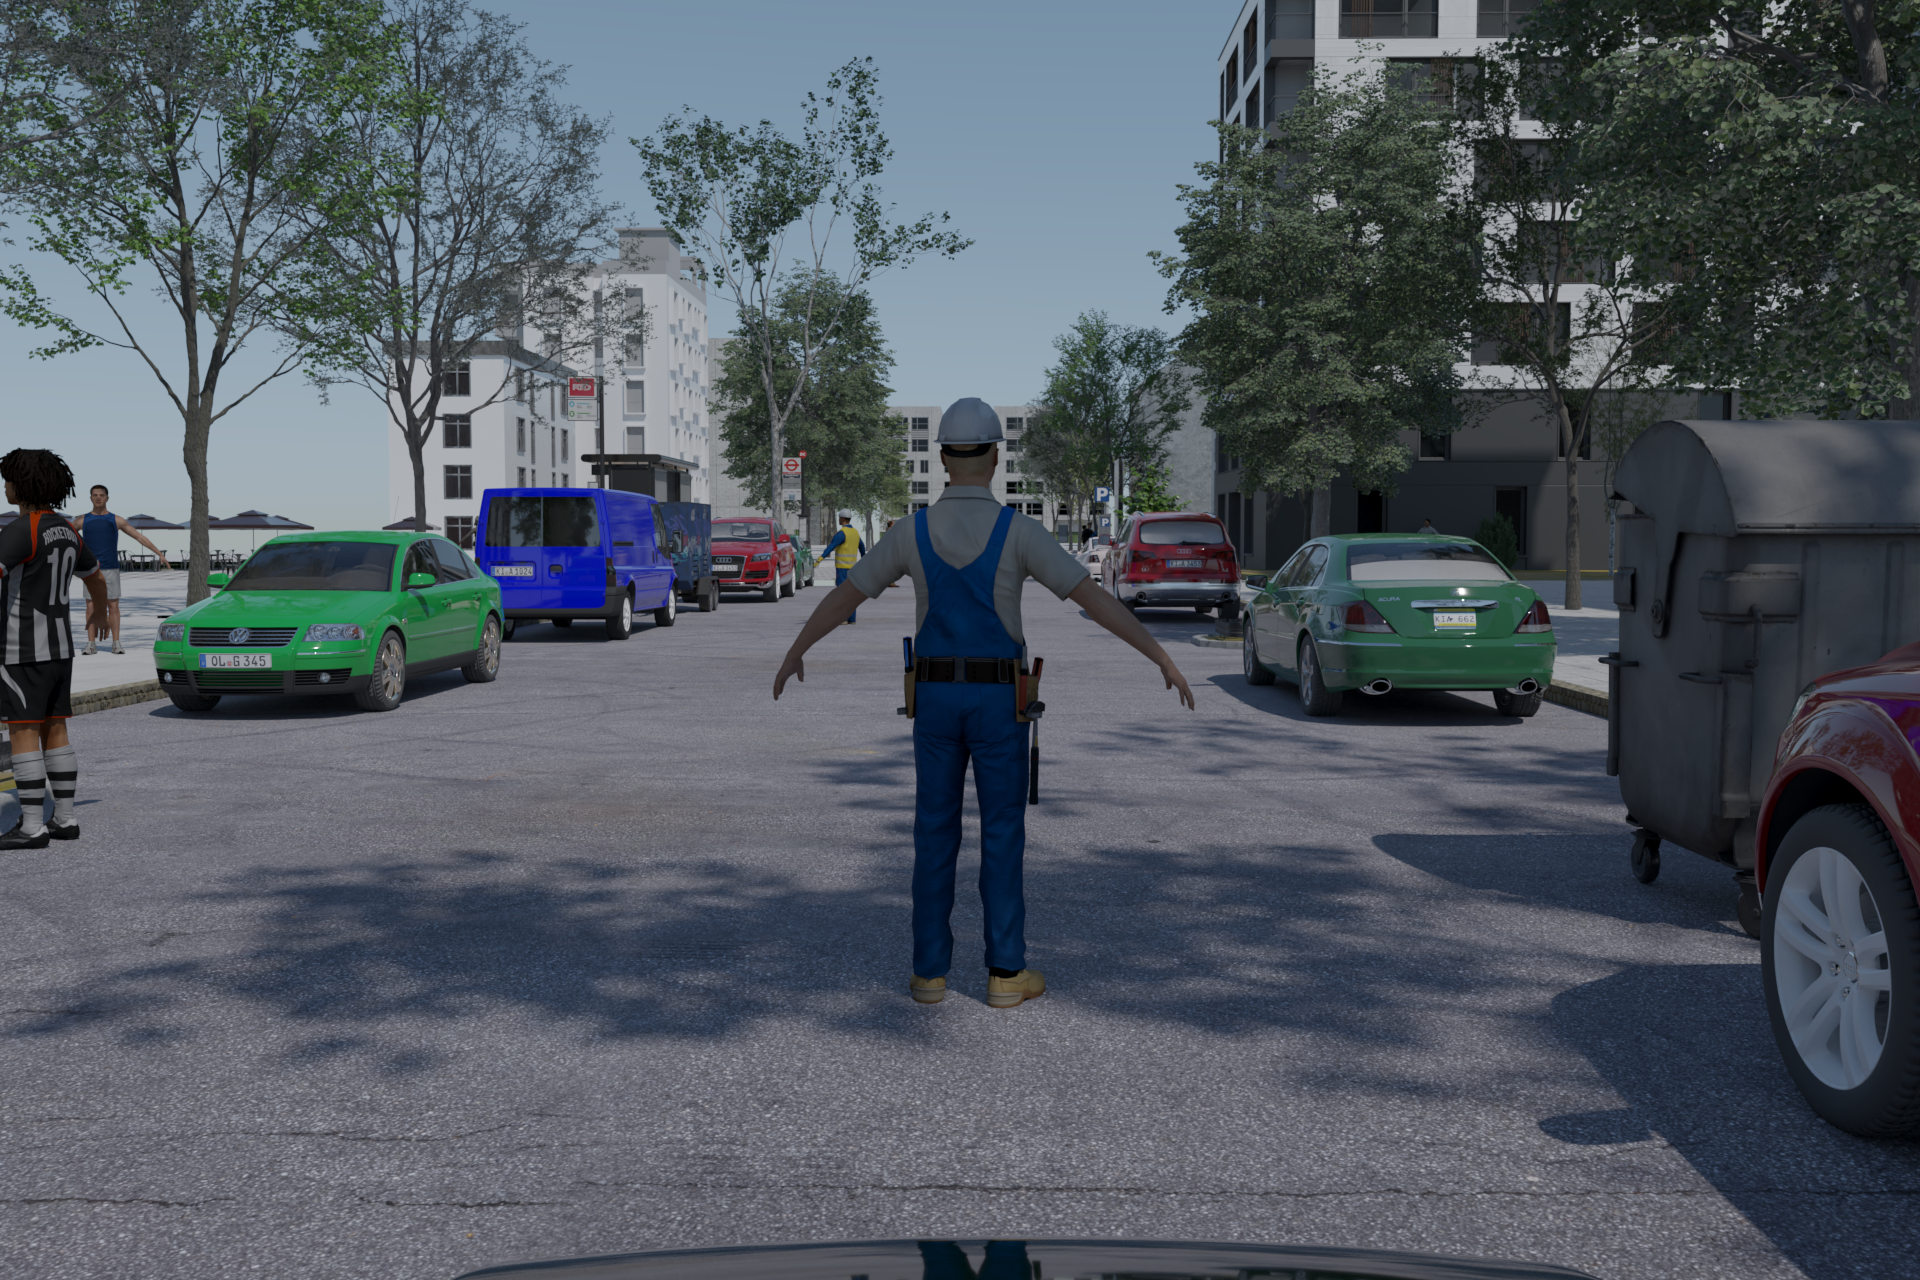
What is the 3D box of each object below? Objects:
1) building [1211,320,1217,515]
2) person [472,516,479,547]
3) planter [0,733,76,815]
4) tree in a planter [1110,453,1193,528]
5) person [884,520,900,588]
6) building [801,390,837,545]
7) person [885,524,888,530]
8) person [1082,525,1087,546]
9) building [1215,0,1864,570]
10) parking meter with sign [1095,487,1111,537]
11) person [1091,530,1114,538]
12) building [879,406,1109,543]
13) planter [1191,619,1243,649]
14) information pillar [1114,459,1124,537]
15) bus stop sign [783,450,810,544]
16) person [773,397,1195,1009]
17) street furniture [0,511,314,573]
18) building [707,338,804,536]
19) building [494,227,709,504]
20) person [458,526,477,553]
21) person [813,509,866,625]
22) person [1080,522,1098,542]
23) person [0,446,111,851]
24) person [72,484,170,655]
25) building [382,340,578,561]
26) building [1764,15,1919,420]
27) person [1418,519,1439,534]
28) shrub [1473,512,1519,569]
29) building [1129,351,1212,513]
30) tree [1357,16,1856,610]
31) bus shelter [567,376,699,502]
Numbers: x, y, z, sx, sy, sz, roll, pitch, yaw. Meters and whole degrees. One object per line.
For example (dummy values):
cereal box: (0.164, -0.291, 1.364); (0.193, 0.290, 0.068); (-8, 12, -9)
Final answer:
building: (27.969, -15.528, 120.341); (16.747, 18.905, 31.486); (0, 4, 1)
person: (-15.009, -2.949, 54.002); (0.705, 1.856, 1.354); (-1, 4, -10)
planter: (-5.884, 0.737, 9.090); (1.991, 0.319, 1.994); (0, 4, 0)
tree in a planter: (4.233, -2.516, 38.362); (1.991, 3.239, 1.994); (0, 4, 0)
person: (-1.841, -2.310, 46.498); (0.705, 1.796, 1.348); (-2, 4, -31)
building: (-24.713, -22.811, 203.894); (19.493, 23.208, 18.063); (0, 4, 2)
person: (-2.261, -2.695, 52.978); (0.721, 1.772, 1.216); (1, 4, 21)
person: (6.380, -4.941, 87.502); (0.721, 1.740, 1.216); (-1, 4, -9)
building: (25.068, -14.249, 76.952); (27.936, 21.610, 32.646); (0, 4, 1)
parking meter with sign: (5.267, -4.108, 63.434); (0.543, 3.016, 1.738); (0, 4, 0)
person: (5.622, -3.778, 68.232); (1.216, 1.772, 0.721); (1, 4, 19)
building: (4.776, -23.058, 245.920); (31.486, 18.905, 16.747); (0, 4, 1)
planter: (4.037, -0.082, 22.480); (1.991, 0.319, 1.994); (0, 4, 0)
information pillar: (5.036, -3.892, 54.942); (0.184, 3.620, 1.656); (0, 4, 1)
bus stop sign: (-5.227, -4.073, 55.298); (0.855, 3.939, 0.416); (0, 4, 0)
person: (0.037, 0.182, 5.330); (1.347, 1.847, 0.705); (1, 4, 14)
street furniture: (-31.060, -3.301, 59.002); (14.083, 1.986, 27.439); (1, 4, 11)
building: (-24.911, -18.696, 172.143); (16.747, 18.905, 31.486); (0, 3, 0)
building: (-22.751, -15.404, 108.272); (16.016, 20.090, 11.380); (0, 4, 1)
person: (-15.933, -3.139, 57.454); (1.348, 1.813, 0.705); (-2, 4, -27)
person: (-1.834, -1.160, 27.392); (0.705, 1.833, 1.349); (2, 4, 32)
person: (5.964, -4.499, 79.496); (1.347, 1.837, 0.705); (-3, 5, -41)
person: (-4.277, 0.039, 7.971); (0.704, 1.843, 1.345); (0, 4, 7)
person: (-9.152, -0.752, 18.458); (1.345, 1.807, 0.704); (-1, 4, -23)
building: (-24.188, -8.996, 89.227); (9.099, 9.664, 28.070); (0, 3, 0)
building: (25.728, -17.576, 33.488); (12.429, 33.558, 17.177); (0, 4, 0)
person: (16.043, -3.264, 59.550); (1.347, 1.806, 0.705); (3, 4, 36)
shrub: (18.253, -3.362, 59.016); (1.661, 2.075, 1.752); (0, 3, 0)
building: (27.947, -21.561, 183.452); (19.493, 23.208, 18.063); (0, 4, 1)
tree: (10.600, -5.802, 29.280); (8.767, 10.594, 7.601); (2, 4, 35)
bus shelter: (-8.830, -4.222, 46.665); (2.179, 5.291, 8.768); (0, 4, 1)
